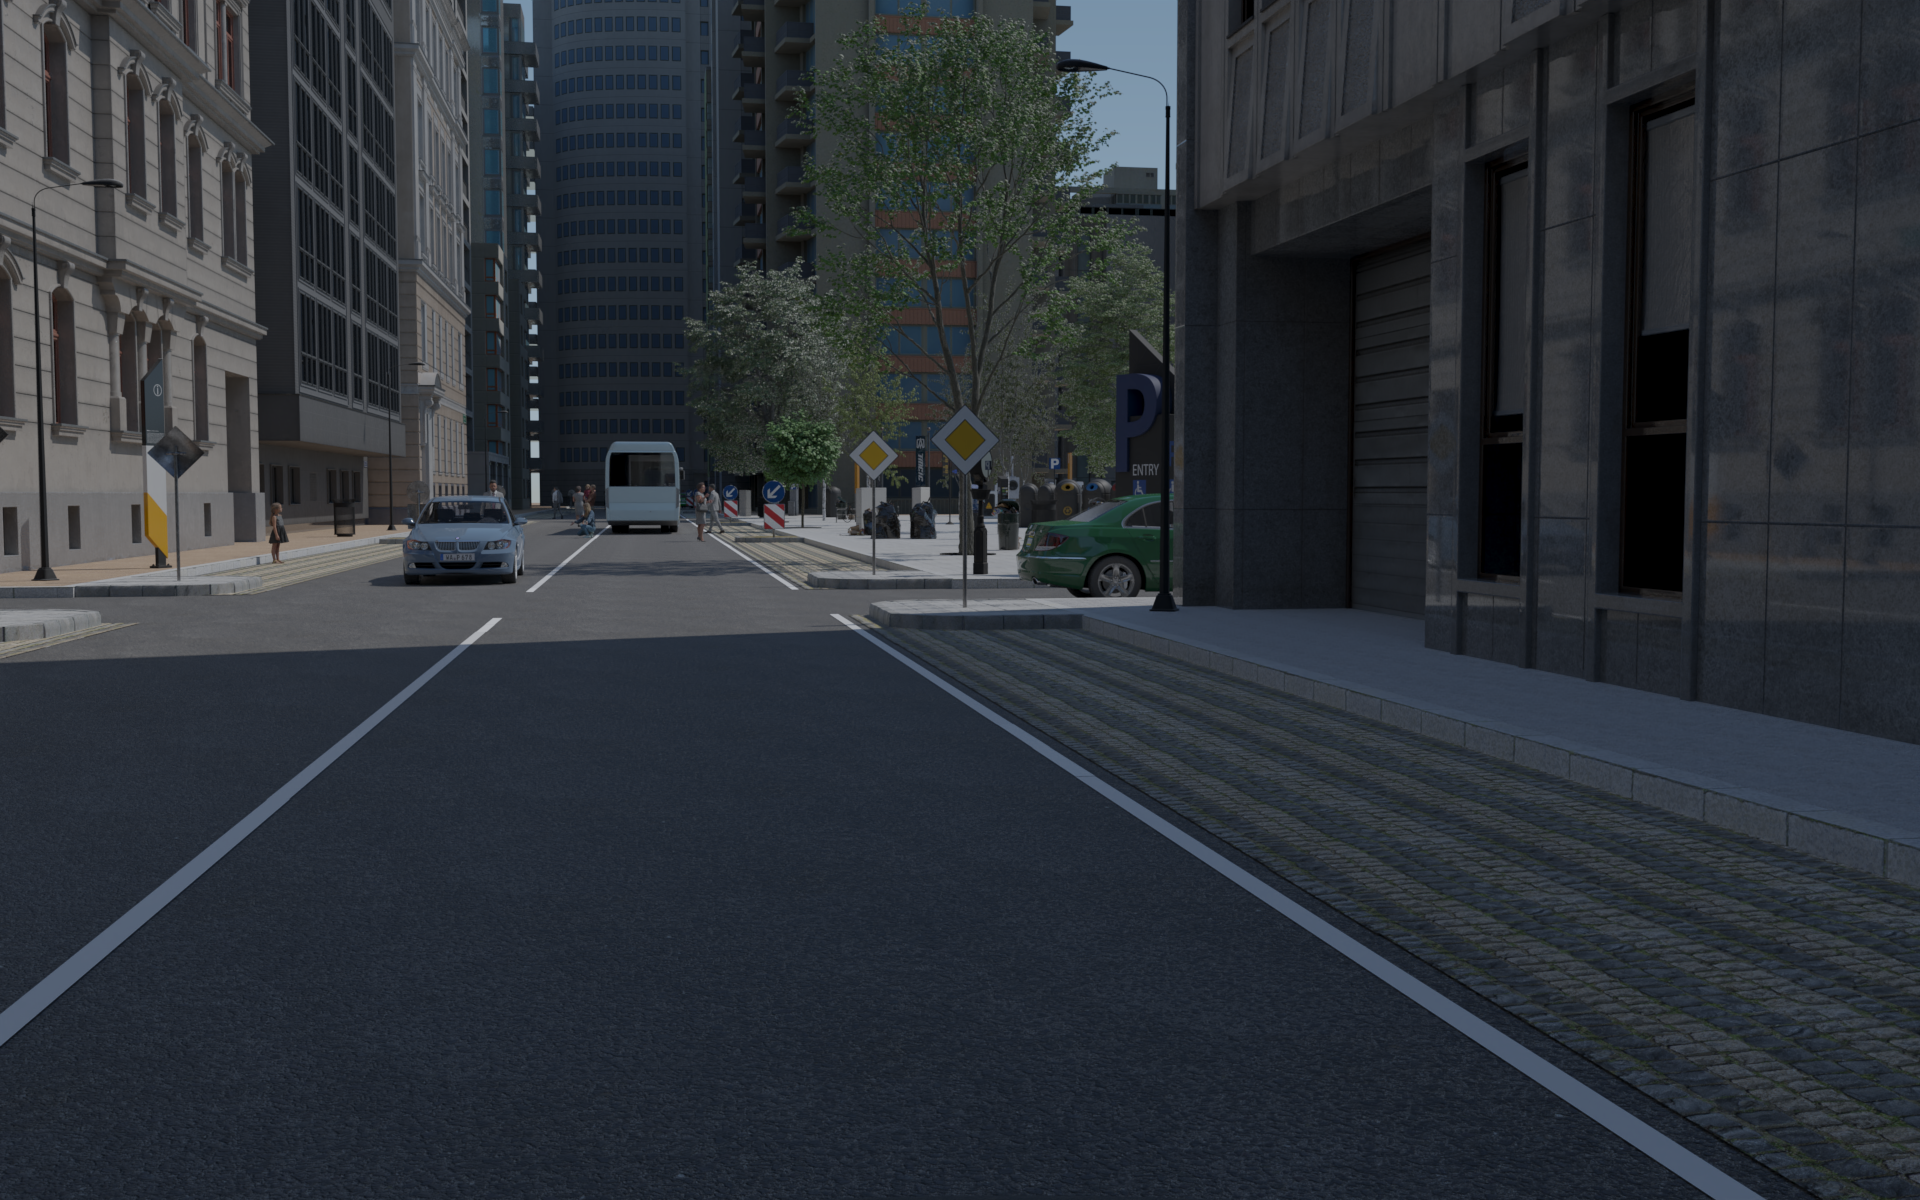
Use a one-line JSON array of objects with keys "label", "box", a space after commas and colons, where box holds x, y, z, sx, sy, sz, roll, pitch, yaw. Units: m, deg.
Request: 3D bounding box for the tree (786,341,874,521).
[{"label": "tree", "box": [-6.308, -8.113, 83.007, 4.360, 8.622, 3.978, 0, 3, 0]}]

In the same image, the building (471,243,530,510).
[{"label": "building", "box": [-47.966, -17.515, 131.402, 27.650, 21.520, 28.899, -1, 4, -10]}]

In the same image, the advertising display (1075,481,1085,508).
[{"label": "advertising display", "box": [5.573, -4.838, 84.312, 0.974, 1.923, 0.123, 1, 4, 14]}]

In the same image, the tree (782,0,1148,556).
[{"label": "tree", "box": [0.147, -6.754, 36.179, 9.928, 11.665, 9.643, 0, 3, 0]}]

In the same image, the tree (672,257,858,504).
[{"label": "tree", "box": [-10.084, -11.355, 92.313, 9.857, 13.997, 8.962, 0, 3, 0]}]

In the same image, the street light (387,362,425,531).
[{"label": "street light", "box": [-19.508, -5.410, 60.996, 1.470, 5.913, 1.316, -1, 4, -10]}]

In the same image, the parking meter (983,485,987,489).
[{"label": "parking meter", "box": [1.338, -5.473, 95.194, 0.399, 1.863, 0.255, 0, 4, -5]}]

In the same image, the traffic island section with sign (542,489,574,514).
[{"label": "traffic island section with sign", "box": [-29.414, -7.202, 126.377, 1.989, 1.847, 2.006, -1, 4, -10]}]

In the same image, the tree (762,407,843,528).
[{"label": "tree", "box": [-5.964, -4.980, 65.135, 4.285, 4.588, 4.351, 0, 3, 0]}]

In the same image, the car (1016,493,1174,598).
[{"label": "car", "box": [3.211, -0.692, 23.117, 4.920, 1.459, 2.131, -1, 4, -8]}]

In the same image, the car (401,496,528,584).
[{"label": "car", "box": [-8.279, -1.046, 29.111, 2.014, 1.417, 4.499, -1, 4, -12]}]

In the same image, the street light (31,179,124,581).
[{"label": "street light", "box": [-13.032, -3.245, 25.599, 1.470, 5.913, 1.316, -1, 4, -10]}]

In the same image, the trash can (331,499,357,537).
[{"label": "trash can", "box": [-18.477, -2.467, 51.988, 0.748, 1.137, 0.748, 0, 3, 0]}]

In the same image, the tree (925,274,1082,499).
[{"label": "tree", "box": [1.787, -6.655, 59.171, 4.360, 8.622, 3.978, 0, 3, 0]}]

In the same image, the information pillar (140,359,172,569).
[{"label": "information pillar", "box": [-13.862, -2.352, 29.812, 0.183, 3.616, 0.504, 1, 4, 14]}]

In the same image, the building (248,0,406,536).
[{"label": "building", "box": [-27.645, -16.169, 57.874, 14.314, 27.812, 24.014, -1, 4, -10]}]

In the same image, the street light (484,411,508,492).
[{"label": "street light", "box": [-25.929, -7.596, 96.732, 1.470, 5.913, 1.316, -1, 4, -10]}]

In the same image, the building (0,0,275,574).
[{"label": "building", "box": [-23.067, -15.102, 34.306, 14.401, 28.519, 23.554, -1, 4, -10]}]

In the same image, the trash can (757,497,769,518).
[{"label": "trash can", "box": [-10.686, -5.040, 94.052, 0.748, 1.137, 0.748, 0, 3, 0]}]

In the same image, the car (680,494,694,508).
[{"label": "car", "box": [-26.166, -9.504, 164.183, 1.959, 1.807, 4.718, -1, 4, -10]}]

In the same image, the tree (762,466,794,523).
[{"label": "tree", "box": [-8.069, -5.095, 77.907, 1.663, 3.219, 1.824, 0, 3, 0]}]

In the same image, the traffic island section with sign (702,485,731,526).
[{"label": "traffic island section with sign", "box": [-10.499, -4.254, 78.180, 1.989, 1.847, 2.006, -1, 4, -10]}]

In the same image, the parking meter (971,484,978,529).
[{"label": "parking meter", "box": [0.336, -2.134, 43.295, 0.372, 1.533, 0.369, 0, 3, 0]}]

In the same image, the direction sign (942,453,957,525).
[{"label": "direction sign", "box": [-0.425, -4.940, 72.769, 0.379, 3.537, 0.876, 3, 5, 45]}]

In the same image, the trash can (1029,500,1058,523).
[{"label": "trash can", "box": [2.084, -1.934, 43.281, 0.748, 1.137, 0.748, 0, 3, 0]}]

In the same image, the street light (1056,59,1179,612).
[{"label": "street light", "box": [1.712, -2.827, 18.763, 1.470, 5.913, 1.316, -1, 4, -10]}]

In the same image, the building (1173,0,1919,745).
[{"label": "building", "box": [10.142, -11.782, 10.656, 12.078, 24.808, 19.932, -1, 4, -10]}]

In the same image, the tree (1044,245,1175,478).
[{"label": "tree", "box": [7.587, -9.829, 78.833, 7.486, 12.596, 7.792, 0, 3, 0]}]

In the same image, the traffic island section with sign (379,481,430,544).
[{"label": "traffic island section with sign", "box": [-15.688, -2.544, 50.228, 1.989, 1.847, 2.006, -1, 4, -10]}]

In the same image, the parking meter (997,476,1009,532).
[{"label": "parking meter", "box": [1.373, -3.035, 55.340, 0.255, 1.863, 0.399, -1, 4, -20]}]

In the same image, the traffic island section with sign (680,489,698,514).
[{"label": "traffic island section with sign", "box": [-19.439, -7.285, 127.736, 1.989, 1.847, 2.006, -1, 4, -10]}]

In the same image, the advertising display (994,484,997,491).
[{"label": "advertising display", "box": [2.156, -5.426, 93.927, 0.123, 1.923, 0.974, -2, 4, -31]}]

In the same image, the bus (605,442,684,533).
[{"label": "bus", "box": [-12.245, -4.449, 67.598, 2.948, 3.499, 13.247, -1, 4, -9]}]

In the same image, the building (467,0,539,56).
[{"label": "building", "box": [-54.257, -32.974, 158.740, 30.456, 49.044, 23.786, -1, 4, -10]}]

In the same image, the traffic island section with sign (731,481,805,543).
[{"label": "traffic island section with sign", "box": [-5.710, -2.631, 51.652, 1.989, 1.847, 2.006, -1, 4, -10]}]

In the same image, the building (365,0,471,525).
[{"label": "building", "box": [-30.240, -17.973, 79.758, 13.634, 28.700, 20.117, -1, 4, -10]}]

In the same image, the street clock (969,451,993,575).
[{"label": "street clock", "box": [0.328, -1.409, 27.605, 0.358, 2.002, 0.471, 2, 4, 24]}]

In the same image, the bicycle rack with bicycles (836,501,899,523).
[{"label": "bicycle rack with bicycles", "box": [-4.116, -3.939, 77.777, 2.852, 0.926, 2.925, 2, 4, 34]}]

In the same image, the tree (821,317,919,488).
[{"label": "tree", "box": [-3.743, -7.413, 71.562, 4.737, 8.622, 4.395, 0, 3, 0]}]

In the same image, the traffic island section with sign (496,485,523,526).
[{"label": "traffic island section with sign", "box": [-20.553, -4.195, 77.224, 1.989, 1.847, 2.006, -1, 4, -10]}]

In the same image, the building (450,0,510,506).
[{"label": "building", "box": [-38.988, -40.843, 106.033, 20.563, 71.187, 20.611, -1, 4, -10]}]
